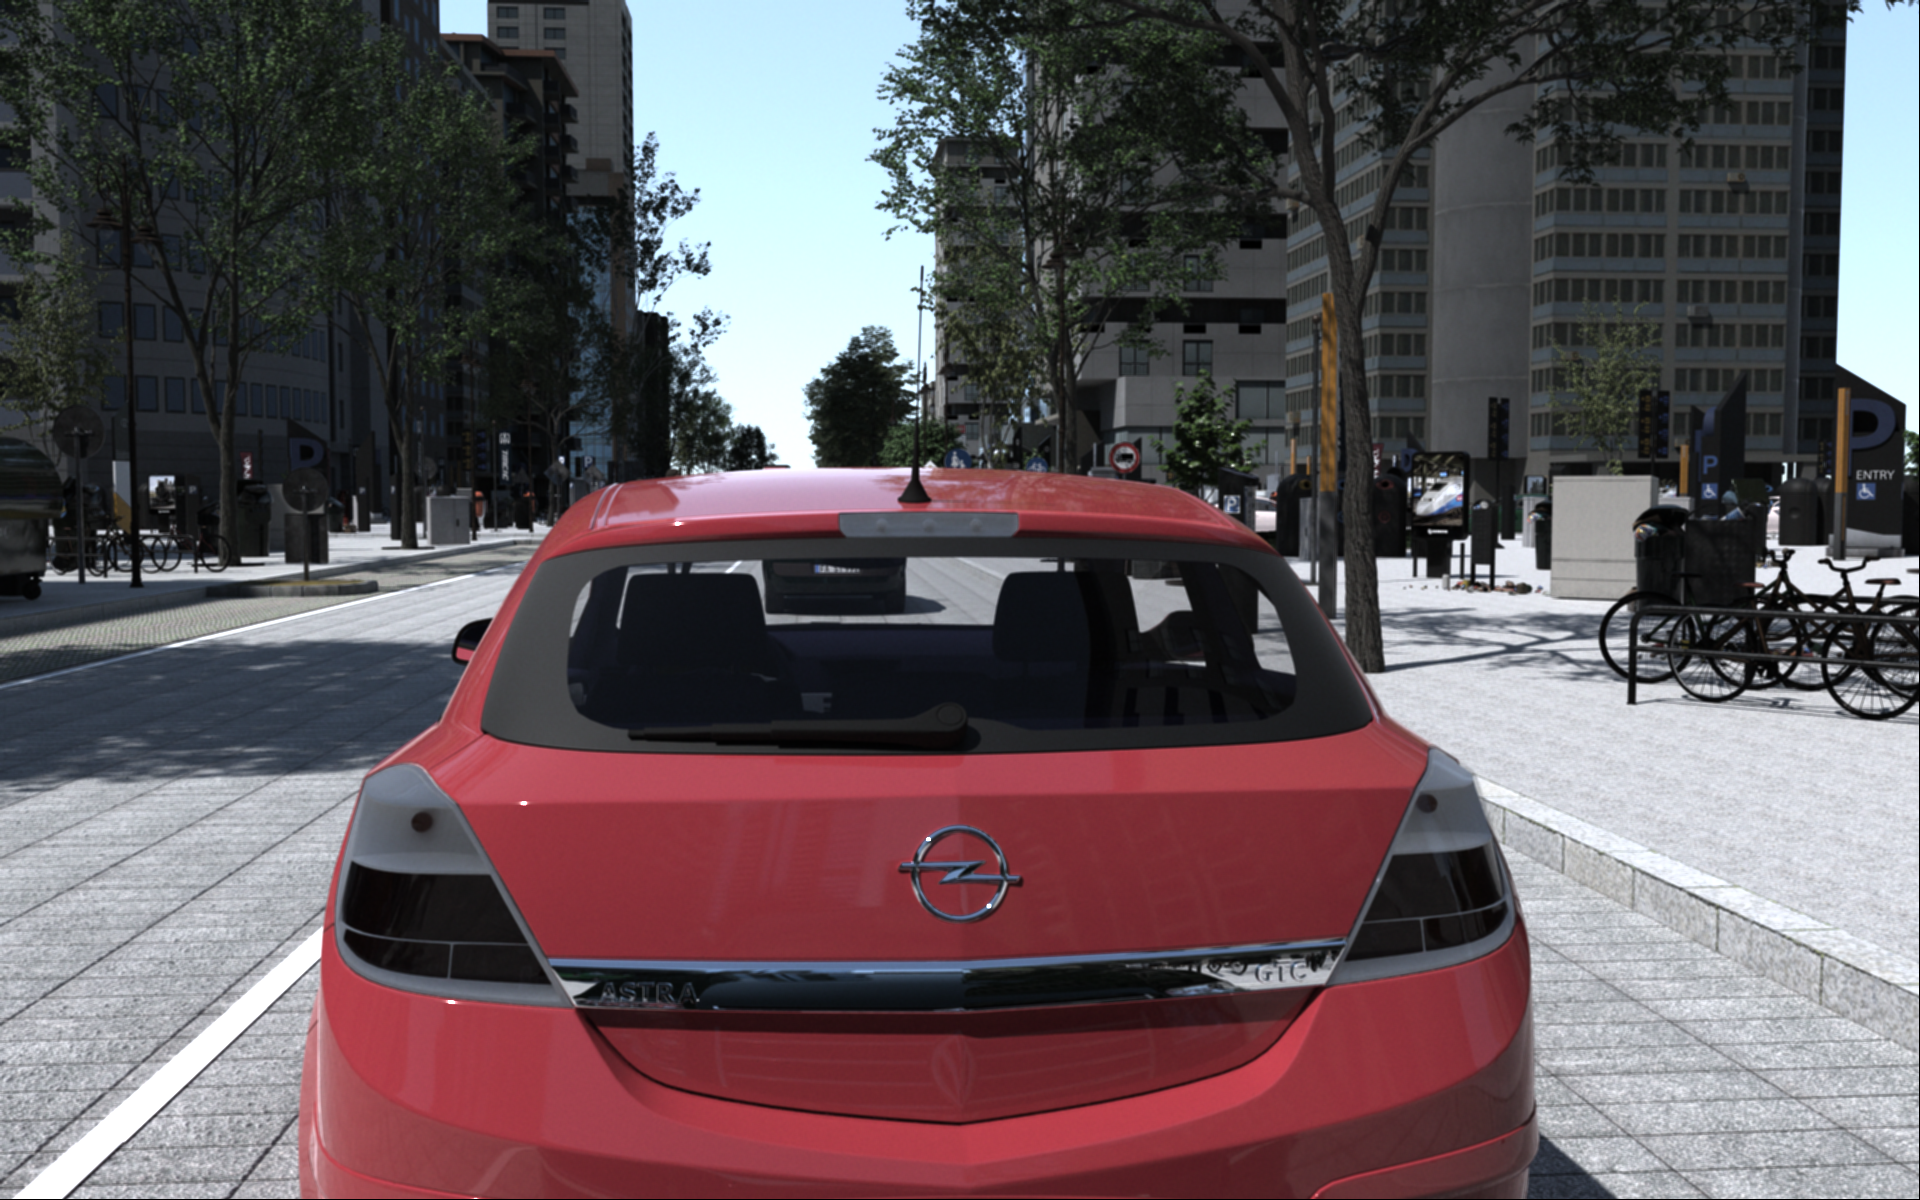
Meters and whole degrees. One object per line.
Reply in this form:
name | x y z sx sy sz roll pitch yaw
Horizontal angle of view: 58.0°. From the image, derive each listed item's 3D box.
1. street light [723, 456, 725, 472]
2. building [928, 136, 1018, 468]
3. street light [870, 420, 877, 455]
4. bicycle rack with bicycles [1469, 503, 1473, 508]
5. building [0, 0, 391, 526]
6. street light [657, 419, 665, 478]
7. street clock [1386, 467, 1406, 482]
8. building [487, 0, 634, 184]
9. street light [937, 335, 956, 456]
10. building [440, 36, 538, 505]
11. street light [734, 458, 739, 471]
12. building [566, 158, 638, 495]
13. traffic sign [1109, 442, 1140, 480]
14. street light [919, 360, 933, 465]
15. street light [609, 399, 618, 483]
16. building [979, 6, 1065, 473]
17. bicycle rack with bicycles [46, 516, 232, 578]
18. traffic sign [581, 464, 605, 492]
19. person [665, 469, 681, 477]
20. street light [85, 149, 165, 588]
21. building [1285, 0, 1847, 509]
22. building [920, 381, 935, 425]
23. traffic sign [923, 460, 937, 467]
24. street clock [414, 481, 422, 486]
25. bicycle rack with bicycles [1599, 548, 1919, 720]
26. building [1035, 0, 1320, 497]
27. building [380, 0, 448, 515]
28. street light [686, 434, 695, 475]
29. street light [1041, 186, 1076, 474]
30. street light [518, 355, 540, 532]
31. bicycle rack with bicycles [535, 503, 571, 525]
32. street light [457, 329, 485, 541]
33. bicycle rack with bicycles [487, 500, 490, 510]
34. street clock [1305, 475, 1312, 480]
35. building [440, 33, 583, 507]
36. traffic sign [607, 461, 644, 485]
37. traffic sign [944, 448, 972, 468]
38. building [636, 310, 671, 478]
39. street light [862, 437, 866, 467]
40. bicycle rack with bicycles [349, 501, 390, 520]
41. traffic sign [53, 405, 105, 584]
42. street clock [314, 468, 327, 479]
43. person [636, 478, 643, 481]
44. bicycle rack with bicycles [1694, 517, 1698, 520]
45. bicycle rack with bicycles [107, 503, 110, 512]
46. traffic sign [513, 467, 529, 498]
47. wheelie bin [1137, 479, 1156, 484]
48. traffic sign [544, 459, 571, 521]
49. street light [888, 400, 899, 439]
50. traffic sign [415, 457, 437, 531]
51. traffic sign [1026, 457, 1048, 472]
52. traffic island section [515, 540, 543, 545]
street light | -24.885 -12.852 182.915 0.468 5.910 1.993 0 4 -5
building | 10.635 -40.458 250.726 28.713 52.752 27.495 0 4 -5
street light | -5.387 -8.283 108.213 0.468 5.910 1.993 0 4 -5
bicycle rack with bicycles | 36.923 -6.931 126.697 2.852 0.926 2.925 -1 4 -17
building | -41.527 -32.997 81.493 21.231 58.520 28.212 0 4 -5
street light | -18.337 -8.163 106.254 0.468 5.910 1.993 0 4 -5
street clock | 11.667 -2.558 46.386 0.471 2.002 0.358 3 5 39
building | -55.669 -49.706 250.949 20.563 71.187 20.611 0 4 -5
street light | -0.396 -4.747 50.400 0.468 5.910 1.993 0 4 -5
building | -52.220 -27.496 141.443 32.217 40.220 23.993 0 4 -5
street light | -27.742 -14.935 216.973 0.468 5.910 1.993 0 4 -5
building | -51.458 -35.731 234.311 14.600 45.320 14.200 0 4 -5
traffic sign | 4.032 -2.596 42.549 0.768 2.556 0.104 0 4 -1
street light | -1.211 -5.324 59.841 0.468 5.910 1.993 0 4 -5
street light | -16.327 -6.688 82.139 0.468 5.910 1.993 0 4 -5
building | 14.567 -53.079 180.517 22.319 86.520 31.000 0 4 -5
bicycle rack with bicycles | -13.663 -0.884 27.833 2.925 0.926 2.852 2 4 23
traffic sign | -12.253 -3.315 57.837 0.795 2.450 0.064 0 4 -5
person | -4.107 -1.023 25.402 0.473 1.802 0.592 2 4 28
street light | -11.340 -3.112 23.675 0.468 5.910 1.993 0 4 -5
building | 31.086 -24.345 89.930 23.993 40.220 32.217 0 4 -5
building | 8.199 -26.605 280.035 27.650 21.520 28.899 0 4 -5
traffic sign | -0.872 -2.882 50.761 0.795 2.450 0.064 0 4 -5
street clock | -30.284 -5.630 96.617 0.471 2.002 0.358 -3 5 -41
bicycle rack with bicycles | 5.330 0.162 10.736 2.852 0.926 2.925 -3 5 -43
building | 20.171 -32.546 121.371 28.713 52.752 27.495 0 4 -5
building | -41.761 -28.197 111.131 14.600 45.320 14.200 0 4 -5
street light | -20.811 -9.914 134.873 0.468 5.910 1.993 0 4 -5
street light | 1.549 -3.277 26.371 0.468 5.910 1.993 0 4 -5
street light | -14.357 -5.201 57.831 0.468 5.910 1.993 0 4 -5
bicycle rack with bicycles | -16.718 -3.698 73.849 2.925 0.926 2.852 -1 4 -18
street light | -13.424 -4.581 47.692 0.468 5.910 1.993 0 4 -5
bicycle rack with bicycles | -26.441 -5.075 96.365 2.852 0.926 2.925 -1 4 -22
street clock | 13.065 -3.687 64.860 0.471 2.002 0.358 -2 4 -34
building | -49.000 -31.402 168.049 22.147 44.769 28.867 0 4 -5
traffic sign | -20.538 -6.883 106.413 2.265 3.308 0.079 0 4 5
traffic sign | -0.054 -2.929 47.994 0.768 2.556 0.104 0 4 -4
building | -52.887 -30.488 270.172 14.160 30.474 14.107 0 4 -5
street light | -7.281 -9.753 132.246 0.468 5.910 1.993 0 4 -5
bicycle rack with bicycles | -29.359 -4.297 83.644 2.925 0.926 2.852 2 4 35
traffic sign | -12.570 -1.505 24.719 0.768 2.556 0.104 0 4 3
street clock | -18.167 -2.718 49.006 0.471 2.002 0.358 1 4 20
person | -7.040 -1.774 37.859 0.623 1.781 0.721 -2 4 -28
bicycle rack with bicycles | 20.064 -2.254 50.238 2.852 0.926 2.925 -1 4 -19
bicycle rack with bicycles | -32.222 -3.234 66.261 2.925 0.926 2.852 -2 4 -29
traffic sign | -21.017 -5.083 83.119 0.884 2.594 0.081 0 4 0
wheelie bin | 3.836 -1.682 35.403 0.693 1.594 0.980 3 4 39
traffic sign | -11.580 -2.828 49.880 0.795 2.450 0.064 0 4 -5
street light | -3.238 -6.794 83.863 0.468 5.910 1.993 0 4 -5
traffic sign | -18.344 -3.630 59.451 0.768 2.556 0.104 0 4 4
traffic sign | 2.634 -3.626 59.384 0.768 2.556 0.104 0 3 0
traffic island section | -11.603 -1.692 49.940 2.009 0.180 2.903 0 4 -5
